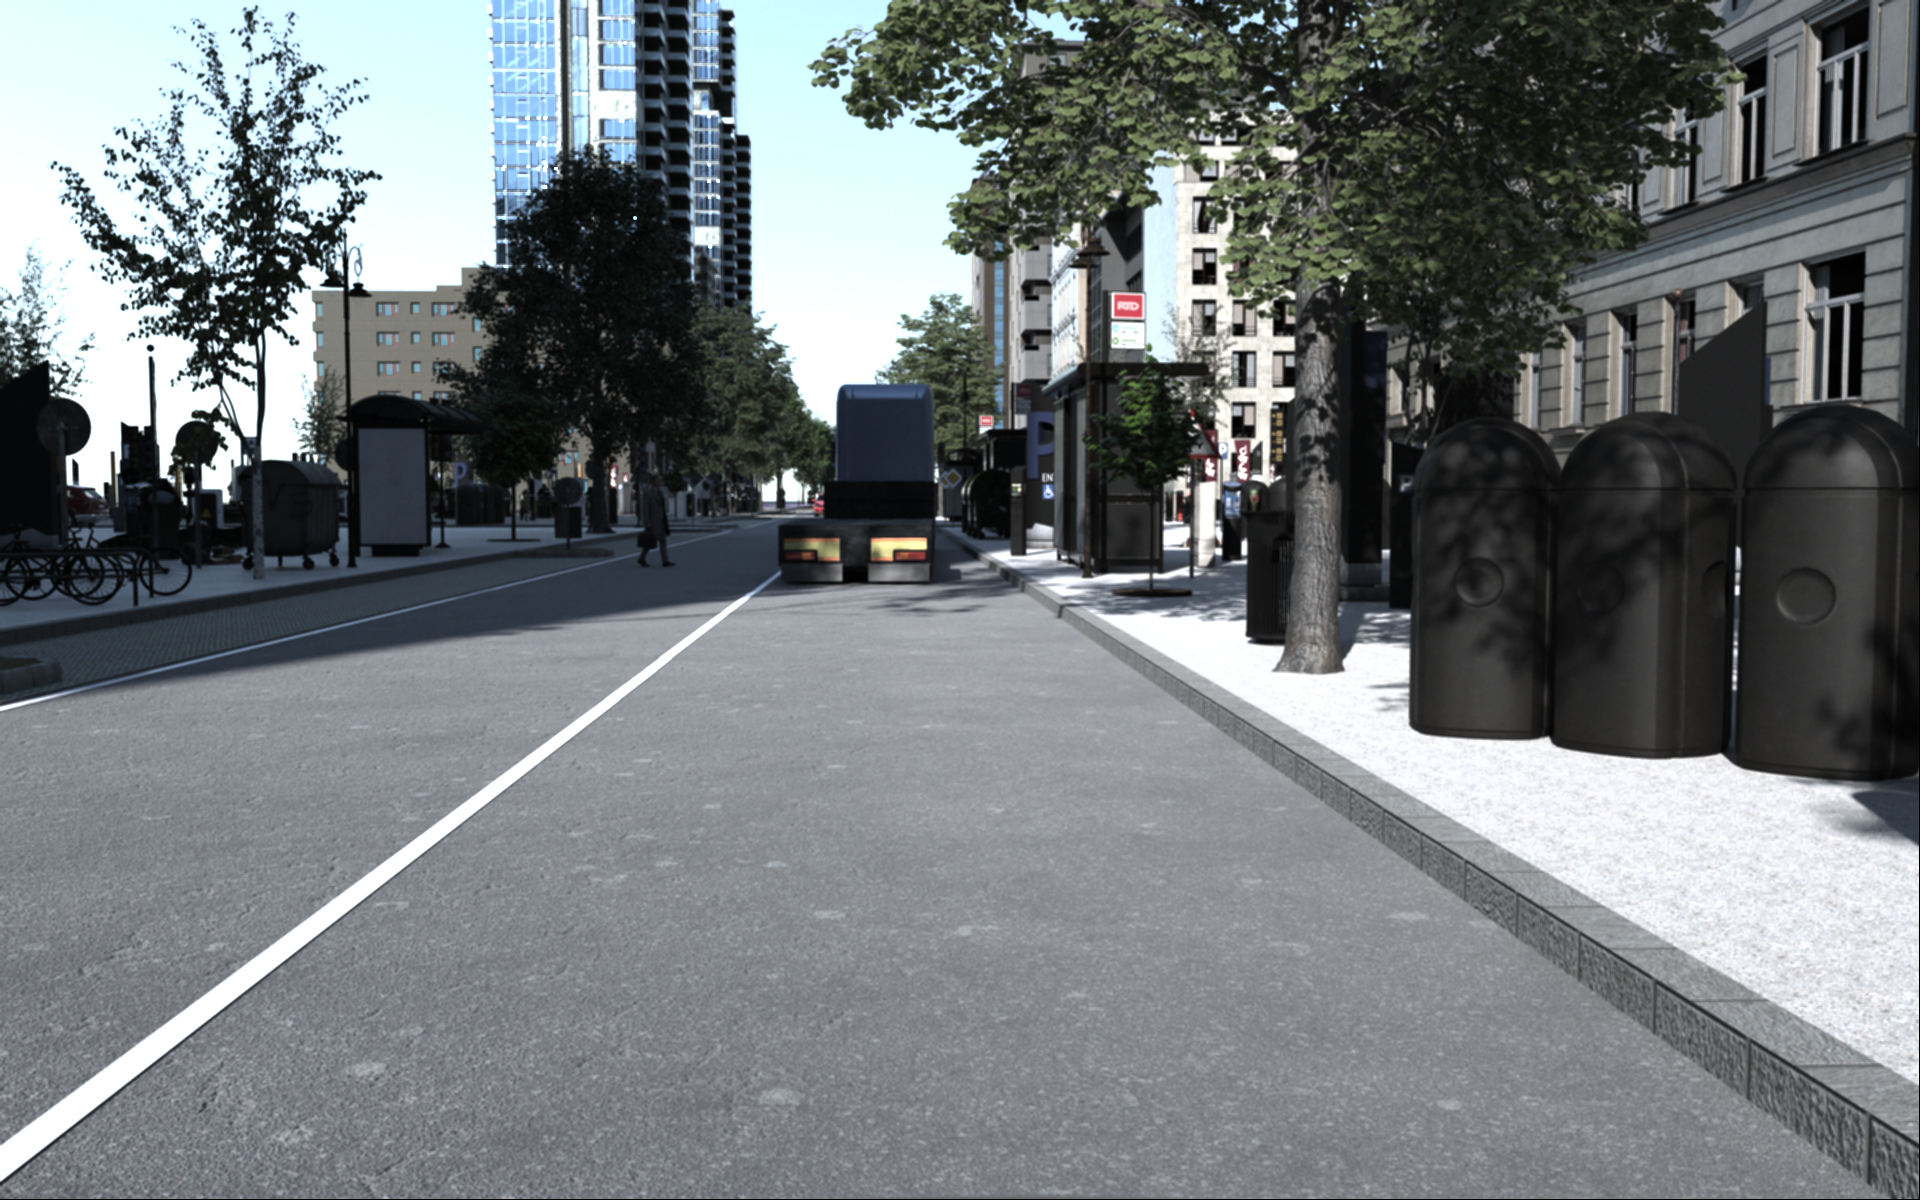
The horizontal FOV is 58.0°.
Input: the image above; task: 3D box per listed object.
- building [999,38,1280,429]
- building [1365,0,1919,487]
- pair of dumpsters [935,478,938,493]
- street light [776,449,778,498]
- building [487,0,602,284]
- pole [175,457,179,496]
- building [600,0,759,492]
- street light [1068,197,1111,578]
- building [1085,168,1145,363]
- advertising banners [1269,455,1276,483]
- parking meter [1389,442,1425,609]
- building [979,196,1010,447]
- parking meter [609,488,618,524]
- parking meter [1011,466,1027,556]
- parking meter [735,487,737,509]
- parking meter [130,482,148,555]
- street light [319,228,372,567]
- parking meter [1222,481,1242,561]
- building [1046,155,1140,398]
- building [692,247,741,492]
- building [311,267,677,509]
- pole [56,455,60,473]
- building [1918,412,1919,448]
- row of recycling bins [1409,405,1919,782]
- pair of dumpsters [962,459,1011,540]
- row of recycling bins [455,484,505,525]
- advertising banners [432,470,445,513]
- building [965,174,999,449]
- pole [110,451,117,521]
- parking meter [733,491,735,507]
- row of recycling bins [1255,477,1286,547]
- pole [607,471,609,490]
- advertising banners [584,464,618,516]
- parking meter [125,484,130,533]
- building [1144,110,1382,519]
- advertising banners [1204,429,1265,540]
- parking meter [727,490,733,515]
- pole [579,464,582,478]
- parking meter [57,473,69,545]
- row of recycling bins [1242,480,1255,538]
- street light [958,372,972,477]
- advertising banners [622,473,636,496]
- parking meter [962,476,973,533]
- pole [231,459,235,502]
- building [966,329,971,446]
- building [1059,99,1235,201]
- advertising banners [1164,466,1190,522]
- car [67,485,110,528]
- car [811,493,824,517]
[{"bbox_3d":[20.025,-37.364,200.143,28.713,52.752,27.495,0,4,-3],"label":"building"},{"bbox_3d":[21.020,-12.666,40.367,16.112,22.955,30.059,0,4,-3],"label":"building"},{"bbox_3d":[-1.312,-6.298,105.471,1.574,2.255,4.437,0,4,-3],"label":"pair of dumpsters"},{"bbox_3d":[-15.827,-10.848,150.154,0.468,5.910,1.993,0,4,-3],"label":"street light"},{"bbox_3d":[-39.818,-53.659,190.003,22.319,86.520,31.000,0,4,-3],"label":"building"},{"bbox_3d":[-42.845,-6.172,94.749,0.158,3.312,0.155,0,3,0],"label":"pole"},{"bbox_3d":[-43.766,-59.211,280.768,22.319,86.520,31.000,0,4,-3],"label":"building"},{"bbox_3d":[1.948,-3.273,26.294,0.468,5.910,1.993,0,4,-3],"label":"street light"},{"bbox_3d":[16.982,-18.078,114.645,14.314,24.678,30.058,0,4,-3],"label":"building"},{"bbox_3d":[9.830,-3.635,55.622,2.074,3.025,0.090,1,4,17],"label":"advertising banners"},{"bbox_3d":[5.033,-0.835,19.368,0.399,1.863,0.255,2,4,30],"label":"parking meter"},{"bbox_3d":[10.078,-37.261,259.328,14.600,45.320,14.200,0,4,-3],"label":"building"},{"bbox_3d":[-14.987,-4.062,74.826,0.372,1.533,0.369,0,3,0],"label":"parking meter"},{"bbox_3d":[1.215,-1.848,35.933,0.255,1.863,0.399,1,4,17],"label":"parking meter"},{"bbox_3d":[-18.750,-8.538,145.308,0.255,1.863,0.399,0,4,4],"label":"parking meter"},{"bbox_3d":[-17.125,-1.709,36.349,0.372,1.533,0.369,0,3,0],"label":"parking meter"},{"bbox_3d":[-10.671,-3.513,30.222,0.468,5.910,1.993,0,4,-3],"label":"street light"},{"bbox_3d":[5.247,-1.528,33.397,0.372,1.533,0.369,0,3,0],"label":"parking meter"},{"bbox_3d":[14.505,-21.631,139.576,13.634,28.700,20.117,0,4,-3],"label":"building"},{"bbox_3d":[-48.674,-34.349,253.484,32.217,40.220,23.993,0,4,-3],"label":"building"},{"bbox_3d":[-41.674,-19.379,161.882,27.650,21.520,28.899,0,4,-3],"label":"building"},{"bbox_3d":[-23.420,-3.137,45.133,0.158,3.312,0.155,0,3,0],"label":"pole"},{"bbox_3d":[37.705,-16.713,91.279,19.932,24.808,12.078,0,4,-3],"label":"building"},{"bbox_3d":[3.825,-0.081,8.436,3.534,1.692,1.069,3,5,43],"label":"row of recycling bins"},{"bbox_3d":[0.922,-2.930,50.401,1.574,2.255,4.437,0,4,-2],"label":"pair of dumpsters"},{"bbox_3d":[-20.460,-4.073,73.700,1.069,1.692,3.534,1,4,11],"label":"row of recycling bins"},{"bbox_3d":[-37.924,-8.029,127.462,2.074,3.025,0.090,1,4,17],"label":"advertising banners"},{"bbox_3d":[15.805,-42.260,280.181,28.713,52.752,27.495,0,4,-3],"label":"building"},{"bbox_3d":[-39.950,-5.377,81.750,0.158,3.312,0.155,0,3,0],"label":"pole"},{"bbox_3d":[-19.461,-8.552,148.237,0.372,1.533,0.369,0,3,0],"label":"parking meter"},{"bbox_3d":[8.759,-2.085,41.195,1.069,1.692,3.534,-3,4,-37],"label":"row of recycling bins"},{"bbox_3d":[-20.363,-6.508,100.245,0.158,3.312,0.155,0,3,0],"label":"pole"},{"bbox_3d":[-21.224,-6.496,102.392,2.074,3.025,0.090,0,4,2],"label":"advertising banners"},{"bbox_3d":[-20.792,-2.152,43.593,0.372,1.533,0.369,0,3,0],"label":"parking meter"},{"bbox_3d":[18.702,-14.391,90.042,16.860,20.320,10.420,0,4,-3],"label":"building"},{"bbox_3d":[7.293,-3.066,46.318,0.090,3.025,2.074,-3,5,-44],"label":"advertising banners"},{"bbox_3d":[-14.440,-6.027,106.954,0.372,1.533,0.369,0,3,0],"label":"parking meter"},{"bbox_3d":[-25.647,-7.535,117.041,0.158,3.312,0.155,0,3,0],"label":"pole"},{"bbox_3d":[-22.755,-2.326,43.738,0.399,1.863,0.255,-2,4,-30],"label":"parking meter"},{"bbox_3d":[9.874,-2.699,51.249,3.534,1.692,1.069,-1,4,-23],"label":"row of recycling bins"},{"bbox_3d":[0.189,-5.669,65.474,0.468,5.910,1.993,0,4,-3],"label":"street light"},{"bbox_3d":[-26.518,-8.845,140.809,2.074,3.025,0.090,1,4,17],"label":"advertising banners"},{"bbox_3d":[0.274,-3.143,57.105,0.399,1.863,0.255,-1,4,-12],"label":"parking meter"},{"bbox_3d":[-42.277,-6.537,100.727,0.158,3.312,0.155,0,3,0],"label":"pole"},{"bbox_3d":[7.957,-32.407,301.561,14.160,30.474,14.107,0,4,-3],"label":"building"},{"bbox_3d":[22.776,-29.538,174.833,32.217,40.220,23.993,0,4,-3],"label":"building"},{"bbox_3d":[10.186,-5.151,80.404,2.074,3.025,0.090,-3,5,-44],"label":"advertising banners"},{"bbox_3d":[-36.347,-3.632,68.056,5.304,1.827,2.281,0,4,-4],"label":"car"},{"bbox_3d":[-8.396,-6.217,110.694,2.155,1.783,4.494,0,4,-3],"label":"car"}]
